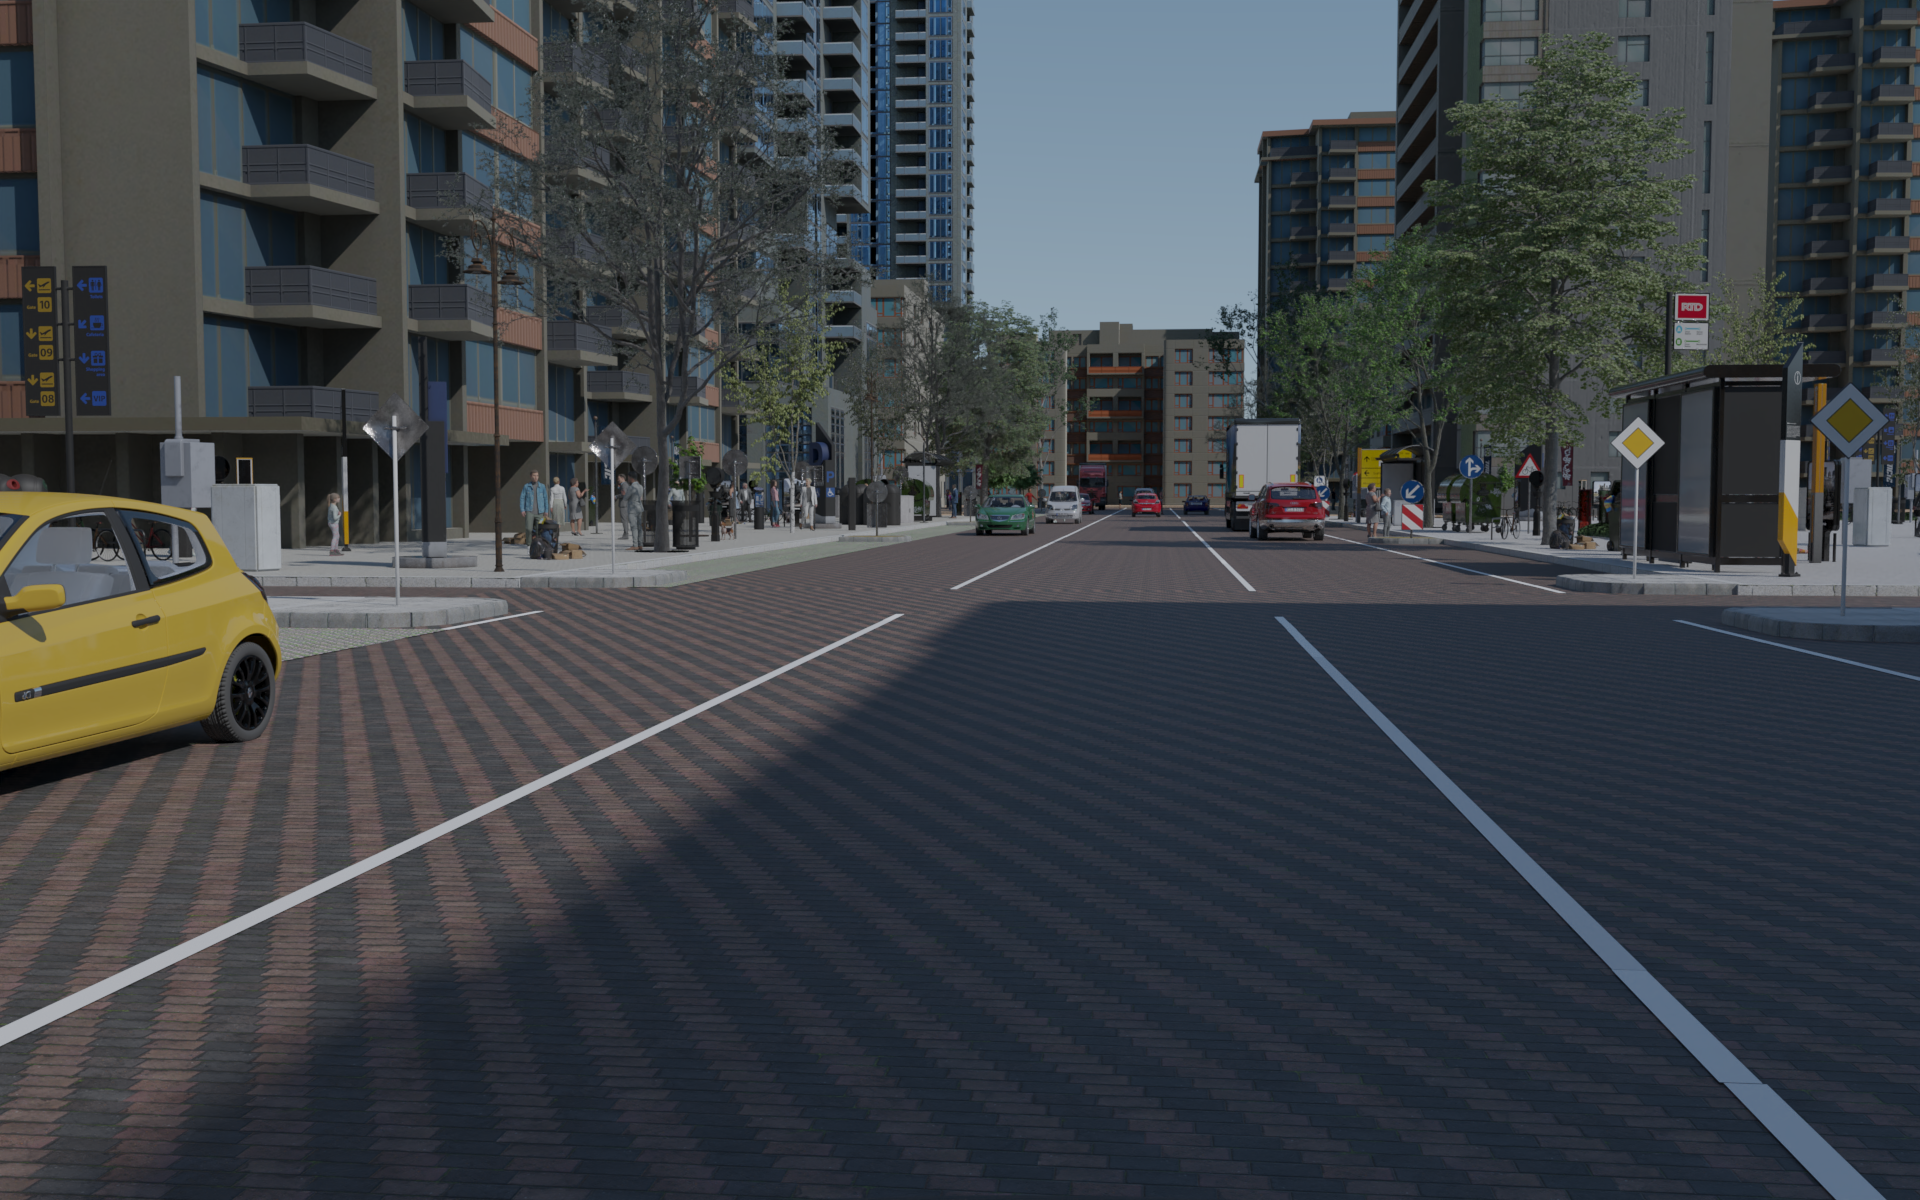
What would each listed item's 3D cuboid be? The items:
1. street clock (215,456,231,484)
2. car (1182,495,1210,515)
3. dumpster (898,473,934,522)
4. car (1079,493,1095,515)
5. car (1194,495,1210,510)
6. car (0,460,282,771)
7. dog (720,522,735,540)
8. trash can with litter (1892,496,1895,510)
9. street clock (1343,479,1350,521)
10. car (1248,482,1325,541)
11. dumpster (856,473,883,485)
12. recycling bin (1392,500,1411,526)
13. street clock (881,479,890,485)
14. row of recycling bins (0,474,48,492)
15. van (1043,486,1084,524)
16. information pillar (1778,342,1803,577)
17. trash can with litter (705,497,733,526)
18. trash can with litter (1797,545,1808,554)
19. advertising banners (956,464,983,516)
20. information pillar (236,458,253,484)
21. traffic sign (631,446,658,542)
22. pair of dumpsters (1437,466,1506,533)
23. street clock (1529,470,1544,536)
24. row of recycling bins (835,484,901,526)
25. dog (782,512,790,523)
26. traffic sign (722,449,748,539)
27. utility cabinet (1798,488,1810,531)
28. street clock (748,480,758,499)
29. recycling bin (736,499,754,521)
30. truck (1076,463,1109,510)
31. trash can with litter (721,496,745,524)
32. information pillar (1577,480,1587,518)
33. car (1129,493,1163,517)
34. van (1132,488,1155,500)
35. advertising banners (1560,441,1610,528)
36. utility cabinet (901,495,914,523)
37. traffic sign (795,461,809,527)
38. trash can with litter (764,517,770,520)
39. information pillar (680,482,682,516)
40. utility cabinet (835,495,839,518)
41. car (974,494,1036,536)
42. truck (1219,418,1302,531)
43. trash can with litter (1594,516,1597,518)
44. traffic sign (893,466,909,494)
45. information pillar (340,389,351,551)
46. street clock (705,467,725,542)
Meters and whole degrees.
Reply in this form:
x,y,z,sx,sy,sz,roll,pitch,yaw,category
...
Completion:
x,y,z,sx,sy,sz,roll,pitch,yaw,category
-13.989,-1.715,32.604,0.358,2.002,0.471,3,4,36,street clock
16.514,-6.640,121.151,1.945,1.354,3.894,0,4,6,car
-2.051,-4.754,80.223,1.502,2.255,1.985,0,4,6,dumpster
8.406,-6.899,121.844,2.155,1.783,4.494,0,4,5,car
21.464,-8.722,155.187,1.945,1.354,3.894,0,4,6,car
-5.105,0.090,8.756,2.015,1.641,3.980,0,4,7,car
-6.530,-1.945,48.626,0.406,0.507,0.540,0,4,-7,dog
47.615,-4.793,89.424,1.678,1.210,2.233,-3,4,-38,trash can with litter
18.120,-4.688,81.226,0.358,2.002,0.471,2,4,26,street clock
10.335,-2.828,54.909,2.281,1.827,5.304,0,4,5,car
-4.160,-4.697,79.293,1.502,2.255,1.985,0,4,6,dumpster
17.782,-3.492,69.649,0.722,1.027,0.722,1,4,11,recycling bin
-3.592,-4.760,82.388,0.471,2.002,0.358,1,4,18,street clock
-19.334,-1.666,34.357,1.069,1.692,3.534,0,4,1,row of recycling bins
5.087,-4.755,84.750,2.013,2.044,4.112,0,4,6,van
12.801,-2.162,26.701,0.504,3.616,0.183,-3,5,-39,information pillar
-9.610,-3.540,69.259,1.055,1.170,0.624,-2,4,-35,trash can with litter
17.745,-1.640,37.877,1.678,1.210,2.233,-2,4,-31,trash can with litter
0.506,-6.450,101.642,2.074,3.025,0.090,3,4,36,advertising banners
-14.570,-1.886,35.322,0.304,2.012,0.304,-1,4,-22,information pillar
-8.367,-2.801,45.899,0.768,2.556,0.104,1,4,15,traffic sign
17.339,-3.441,58.746,1.574,2.255,4.437,0,4,6,pair of dumpsters
17.710,-2.971,53.150,0.471,2.002,0.358,3,4,39,street clock
-3.758,-3.949,71.680,1.069,1.692,3.534,-3,5,-42,row of recycling bins
-7.535,-3.800,76.502,0.800,0.831,0.513,-2,4,-24,dog
-6.412,-3.009,49.310,0.768,2.556,0.104,1,4,10,traffic sign
29.082,-3.131,59.877,0.318,1.500,1.173,0,4,-4,utility cabinet
-10.802,-5.251,90.432,0.471,2.002,0.358,2,4,33,street clock
-10.289,-4.295,82.775,0.722,1.027,0.722,1,4,23,recycling bin
12.127,-10.353,158.178,2.839,4.237,11.283,0,4,5,truck
-9.947,-3.829,73.654,1.678,1.210,2.233,1,4,18,trash can with litter
32.672,-5.290,90.990,0.304,2.012,0.304,-1,4,-18,information pillar
11.696,-6.106,108.873,2.155,1.783,4.494,0,4,5,car
13.619,-7.366,127.446,2.013,2.044,4.112,1,4,8,van
20.639,-3.724,57.077,0.090,3.025,2.074,-2,4,-35,advertising banners
-2.432,-3.991,76.411,0.306,1.237,1.020,2,4,33,utility cabinet
-6.092,-4.080,66.807,0.768,2.556,0.104,1,4,10,traffic sign
-10.032,-4.627,86.717,1.678,1.210,2.233,0,4,-7,trash can with litter
-12.466,-4.422,76.794,0.304,2.012,0.304,-2,4,-31,information pillar
-6.932,-5.085,94.302,1.020,1.237,0.306,2,4,32,utility cabinet
1.638,-3.023,61.226,2.131,1.459,4.920,0,4,7,car
12.052,-4.952,69.883,2.839,4.237,11.283,0,4,7,truck
34.617,-5.003,92.848,1.678,1.210,2.233,2,4,23,trash can with litter
-2.711,-4.819,78.903,0.768,2.556,0.104,1,4,15,traffic sign
-13.812,-2.905,38.856,0.183,3.616,0.504,-2,4,-24,information pillar
-6.604,-2.578,46.716,0.471,2.002,0.358,1,4,17,street clock
